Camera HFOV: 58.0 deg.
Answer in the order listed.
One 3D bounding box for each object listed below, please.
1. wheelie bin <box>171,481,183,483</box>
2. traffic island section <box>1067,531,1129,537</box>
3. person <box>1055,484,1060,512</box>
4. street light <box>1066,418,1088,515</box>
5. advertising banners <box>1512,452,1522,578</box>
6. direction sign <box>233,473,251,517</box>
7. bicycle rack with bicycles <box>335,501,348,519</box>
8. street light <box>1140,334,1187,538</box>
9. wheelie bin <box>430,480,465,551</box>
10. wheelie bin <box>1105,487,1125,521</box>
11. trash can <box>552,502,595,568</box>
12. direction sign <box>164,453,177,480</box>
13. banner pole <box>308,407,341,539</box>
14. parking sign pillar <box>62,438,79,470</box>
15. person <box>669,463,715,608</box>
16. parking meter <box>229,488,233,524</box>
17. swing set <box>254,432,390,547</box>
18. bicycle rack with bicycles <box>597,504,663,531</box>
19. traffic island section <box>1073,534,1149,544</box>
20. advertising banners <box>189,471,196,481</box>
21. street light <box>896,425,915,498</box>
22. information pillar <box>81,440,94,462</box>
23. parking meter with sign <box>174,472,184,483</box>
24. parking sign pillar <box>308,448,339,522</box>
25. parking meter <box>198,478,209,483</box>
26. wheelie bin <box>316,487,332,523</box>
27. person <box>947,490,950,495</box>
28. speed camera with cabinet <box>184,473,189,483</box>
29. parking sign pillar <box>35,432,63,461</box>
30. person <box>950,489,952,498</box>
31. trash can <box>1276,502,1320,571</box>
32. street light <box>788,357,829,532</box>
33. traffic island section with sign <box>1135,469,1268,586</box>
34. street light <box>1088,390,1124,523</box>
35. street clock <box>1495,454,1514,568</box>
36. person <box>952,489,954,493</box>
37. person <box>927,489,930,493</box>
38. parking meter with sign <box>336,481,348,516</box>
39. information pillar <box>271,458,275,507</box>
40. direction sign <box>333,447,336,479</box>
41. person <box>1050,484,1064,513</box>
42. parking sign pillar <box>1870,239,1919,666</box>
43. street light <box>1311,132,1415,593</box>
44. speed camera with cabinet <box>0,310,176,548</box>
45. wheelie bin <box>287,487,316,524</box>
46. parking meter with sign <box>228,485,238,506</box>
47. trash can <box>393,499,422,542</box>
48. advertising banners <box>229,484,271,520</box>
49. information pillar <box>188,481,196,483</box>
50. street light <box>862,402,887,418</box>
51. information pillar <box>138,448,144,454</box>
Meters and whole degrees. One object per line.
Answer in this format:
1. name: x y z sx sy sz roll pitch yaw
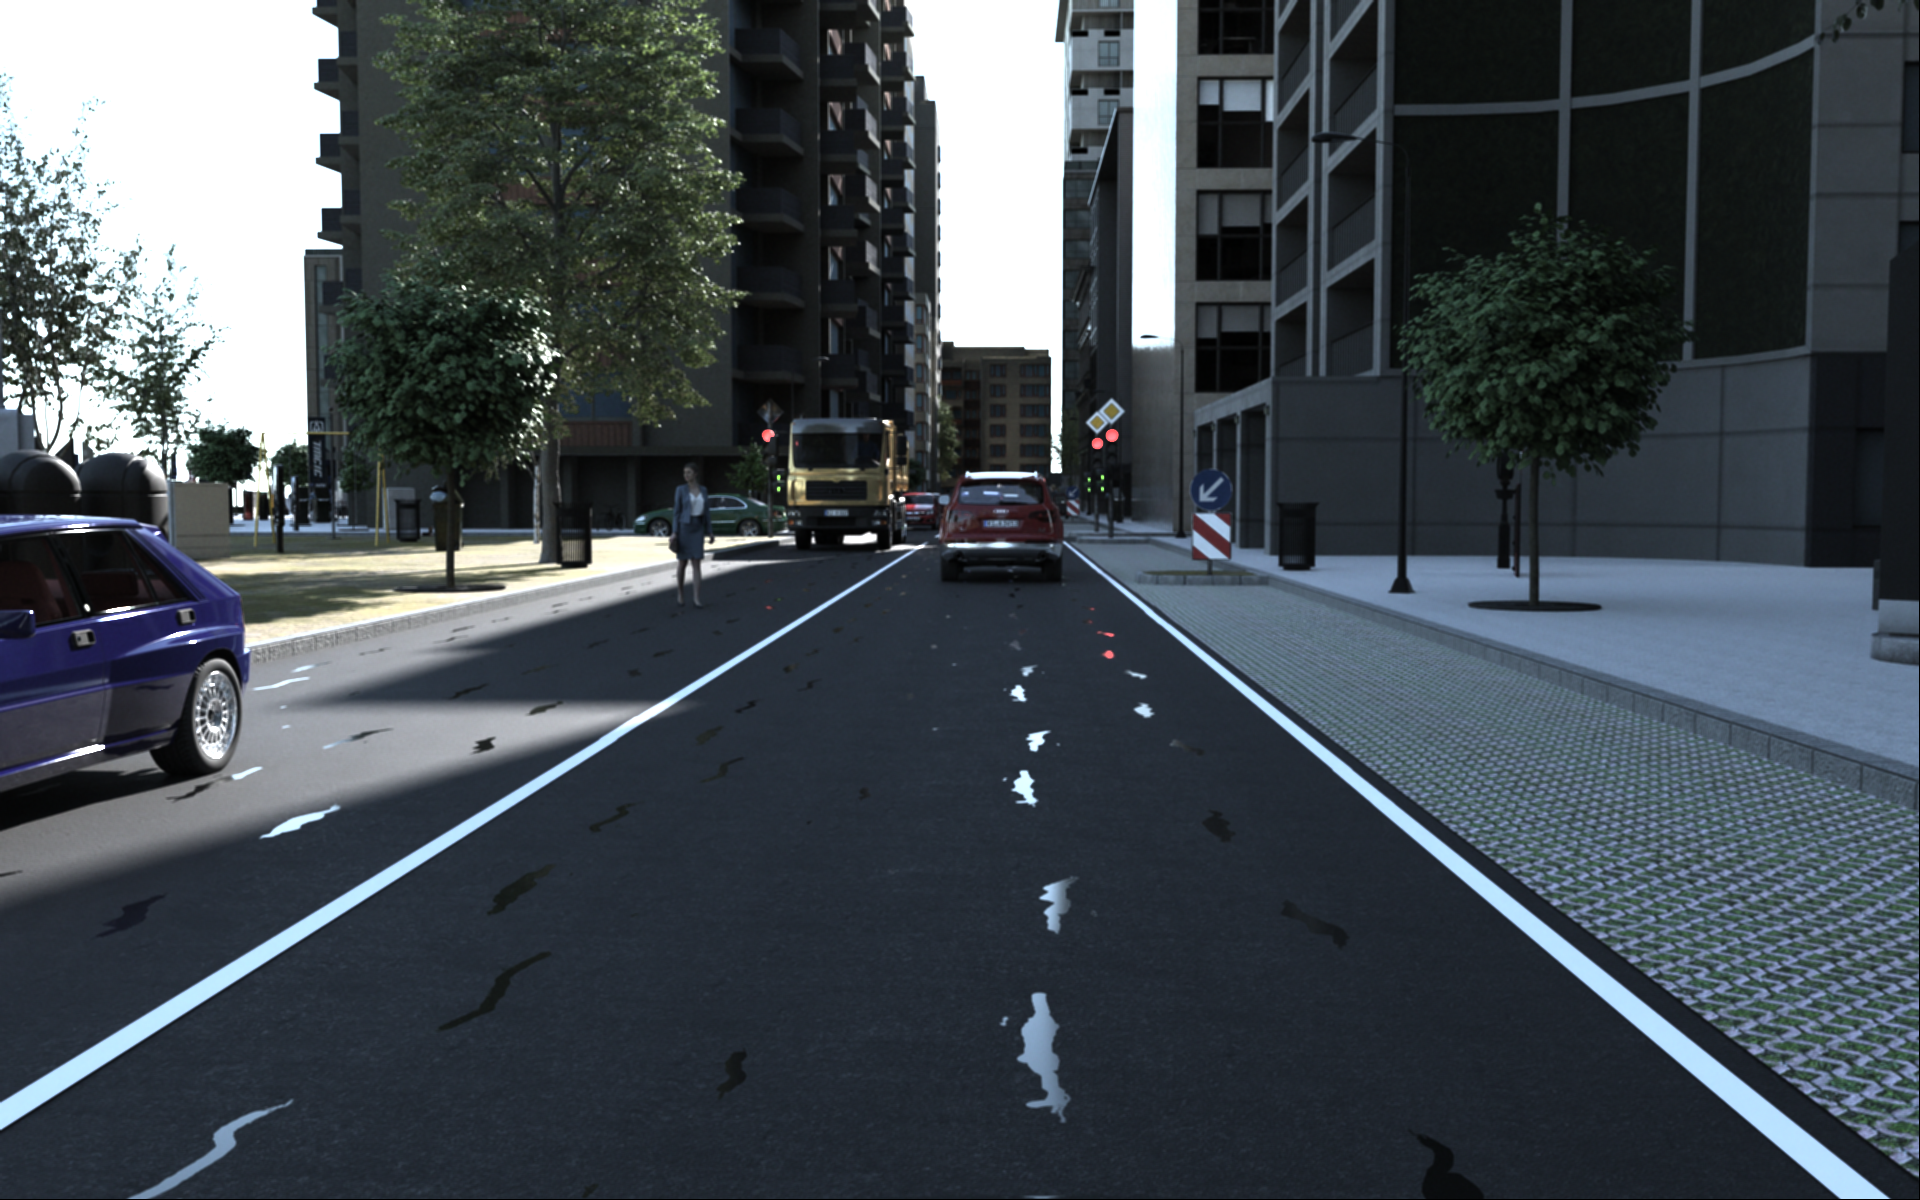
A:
1. wheelie bin: -18.511 -1.992 40.477 0.980 1.594 0.693 -1 4 -13
2. traffic island section: 4.650 -2.227 58.699 2.009 0.180 2.903 0 4 1
3. person: 3.985 -3.976 73.371 0.748 1.841 0.638 1 4 11
4. street light: 7.312 -8.127 105.409 1.470 5.913 1.316 0 4 1
5. advertising banners: 8.678 -1.877 26.880 0.090 3.025 2.074 1 4 16
6. direction sign: -39.365 -6.306 95.102 0.876 3.537 0.379 -3 5 -42
7. bicycle rack with bicycles: -31.009 -4.609 88.734 2.852 0.926 2.925 1 4 16
8. street light: 5.928 -4.771 50.551 1.470 5.913 1.316 0 4 1
9. wheelie bin: -11.634 -1.920 39.304 0.693 1.594 0.980 -1 4 -9
10. wheelie bin: 7.273 -4.514 81.714 0.980 1.594 0.693 -2 4 -28
11. trash can: -6.751 -1.140 30.287 0.748 1.137 0.748 0 3 0
12. direction sign: -43.518 -6.321 95.352 0.379 3.537 0.876 3 4 36
13. banner pole: -18.214 -3.643 49.578 0.863 3.779 0.401 -1 4 -20
14. parking sign pillar: -42.843 -5.785 83.053 1.447 3.967 1.447 1 4 22
15. person: -3.403 -0.820 21.928 0.581 1.822 0.654 -1 4 -17
16. parking meter: -31.529 -4.050 74.626 0.372 1.533 0.369 0 3 0
17. swing set: -15.981 -2.825 43.809 3.119 2.851 2.862 -1 4 -12
18. bicycle rack with bicycles: -11.427 -2.899 60.776 2.852 0.926 2.925 0 4 5
19. traffic island section: 4.441 -1.739 50.717 2.009 0.180 2.903 0 4 1
20. advertising banners: -47.846 -6.947 109.778 2.074 3.025 0.090 -1 4 -10
21. street light: -3.702 -8.799 116.407 1.470 5.913 1.316 0 4 1
22. information pillar: -37.780 -5.120 75.066 0.504 3.616 0.183 0 4 -6
23. parking meter with sign: -50.500 -7.140 112.998 1.738 3.016 0.543 1 4 12
24. parking sign pillar: -30.028 -5.688 81.467 1.447 3.967 1.447 2 4 30
25. parking meter: -28.118 -3.595 64.494 0.399 1.863 0.255 -1 4 -15
26. wheelie bin: -28.731 -4.275 77.804 0.980 1.594 0.693 -3 5 -40
27. person: -1.124 -9.230 159.414 0.705 1.824 1.348 1 4 14
28. speed camera with cabinet: -50.264 -7.154 111.308 2.038 3.252 0.660 -2 4 -26
29. parking sign pillar: -40.695 -5.356 76.040 1.447 3.967 1.447 1 4 16
30. person: -0.566 -7.307 128.305 0.444 1.785 0.601 -3 5 -43
31. trash can: 5.688 -1.074 29.220 0.748 1.137 0.748 0 3 0
32. street light: -5.155 -5.290 59.040 1.470 5.913 1.316 0 4 1
33. traffic island section with sign: 3.847 -1.179 27.911 1.989 1.847 2.006 0 4 1
34. street light: 6.610 -6.404 77.241 1.470 5.913 1.316 0 4 1
35. street clock: 9.400 -1.549 29.896 0.358 2.002 0.471 1 4 10
36. person: -0.242 -5.866 105.086 0.598 1.740 0.731 0 4 -1
37. person: -2.248 -6.976 122.746 0.721 1.800 0.419 -1 4 -13
38. parking meter with sign: -36.039 -6.424 101.286 0.543 3.016 1.738 -3 5 -42
39. information pillar: -38.019 -6.416 96.261 0.504 3.616 0.183 1 4 12
40. direction sign: -29.994 -5.565 82.980 0.379 3.537 0.876 0 4 -7
41. person: 3.288 -3.134 60.156 0.576 1.772 0.534 -2 4 -31
42. parking sign pillar: 7.800 -1.511 13.171 1.447 3.967 1.447 -3 5 -42
43. street light: 5.209 -3.048 22.383 1.470 5.913 1.316 0 4 1
44. speed camera with cabinet: -9.849 -1.520 19.193 2.038 3.252 0.660 -2 4 -30
45. wheelie bin: -28.213 -4.042 73.993 0.980 1.594 0.693 -2 4 -28
46. parking meter with sign: -50.239 -7.456 118.170 1.738 3.016 0.543 -1 4 -18
47. trash can: -14.825 -2.133 46.525 0.748 1.137 0.748 0 3 0
48. advertising banners: -35.146 -5.462 85.499 2.074 3.025 0.090 0 4 -3
49. information pillar: -44.568 -5.878 100.594 0.304 2.012 0.304 1 4 20
50. street light: -4.418 -7.057 87.923 1.470 5.913 1.316 0 4 1
51. information pillar: -41.841 -5.938 88.448 0.183 3.616 0.504 2 4 32
